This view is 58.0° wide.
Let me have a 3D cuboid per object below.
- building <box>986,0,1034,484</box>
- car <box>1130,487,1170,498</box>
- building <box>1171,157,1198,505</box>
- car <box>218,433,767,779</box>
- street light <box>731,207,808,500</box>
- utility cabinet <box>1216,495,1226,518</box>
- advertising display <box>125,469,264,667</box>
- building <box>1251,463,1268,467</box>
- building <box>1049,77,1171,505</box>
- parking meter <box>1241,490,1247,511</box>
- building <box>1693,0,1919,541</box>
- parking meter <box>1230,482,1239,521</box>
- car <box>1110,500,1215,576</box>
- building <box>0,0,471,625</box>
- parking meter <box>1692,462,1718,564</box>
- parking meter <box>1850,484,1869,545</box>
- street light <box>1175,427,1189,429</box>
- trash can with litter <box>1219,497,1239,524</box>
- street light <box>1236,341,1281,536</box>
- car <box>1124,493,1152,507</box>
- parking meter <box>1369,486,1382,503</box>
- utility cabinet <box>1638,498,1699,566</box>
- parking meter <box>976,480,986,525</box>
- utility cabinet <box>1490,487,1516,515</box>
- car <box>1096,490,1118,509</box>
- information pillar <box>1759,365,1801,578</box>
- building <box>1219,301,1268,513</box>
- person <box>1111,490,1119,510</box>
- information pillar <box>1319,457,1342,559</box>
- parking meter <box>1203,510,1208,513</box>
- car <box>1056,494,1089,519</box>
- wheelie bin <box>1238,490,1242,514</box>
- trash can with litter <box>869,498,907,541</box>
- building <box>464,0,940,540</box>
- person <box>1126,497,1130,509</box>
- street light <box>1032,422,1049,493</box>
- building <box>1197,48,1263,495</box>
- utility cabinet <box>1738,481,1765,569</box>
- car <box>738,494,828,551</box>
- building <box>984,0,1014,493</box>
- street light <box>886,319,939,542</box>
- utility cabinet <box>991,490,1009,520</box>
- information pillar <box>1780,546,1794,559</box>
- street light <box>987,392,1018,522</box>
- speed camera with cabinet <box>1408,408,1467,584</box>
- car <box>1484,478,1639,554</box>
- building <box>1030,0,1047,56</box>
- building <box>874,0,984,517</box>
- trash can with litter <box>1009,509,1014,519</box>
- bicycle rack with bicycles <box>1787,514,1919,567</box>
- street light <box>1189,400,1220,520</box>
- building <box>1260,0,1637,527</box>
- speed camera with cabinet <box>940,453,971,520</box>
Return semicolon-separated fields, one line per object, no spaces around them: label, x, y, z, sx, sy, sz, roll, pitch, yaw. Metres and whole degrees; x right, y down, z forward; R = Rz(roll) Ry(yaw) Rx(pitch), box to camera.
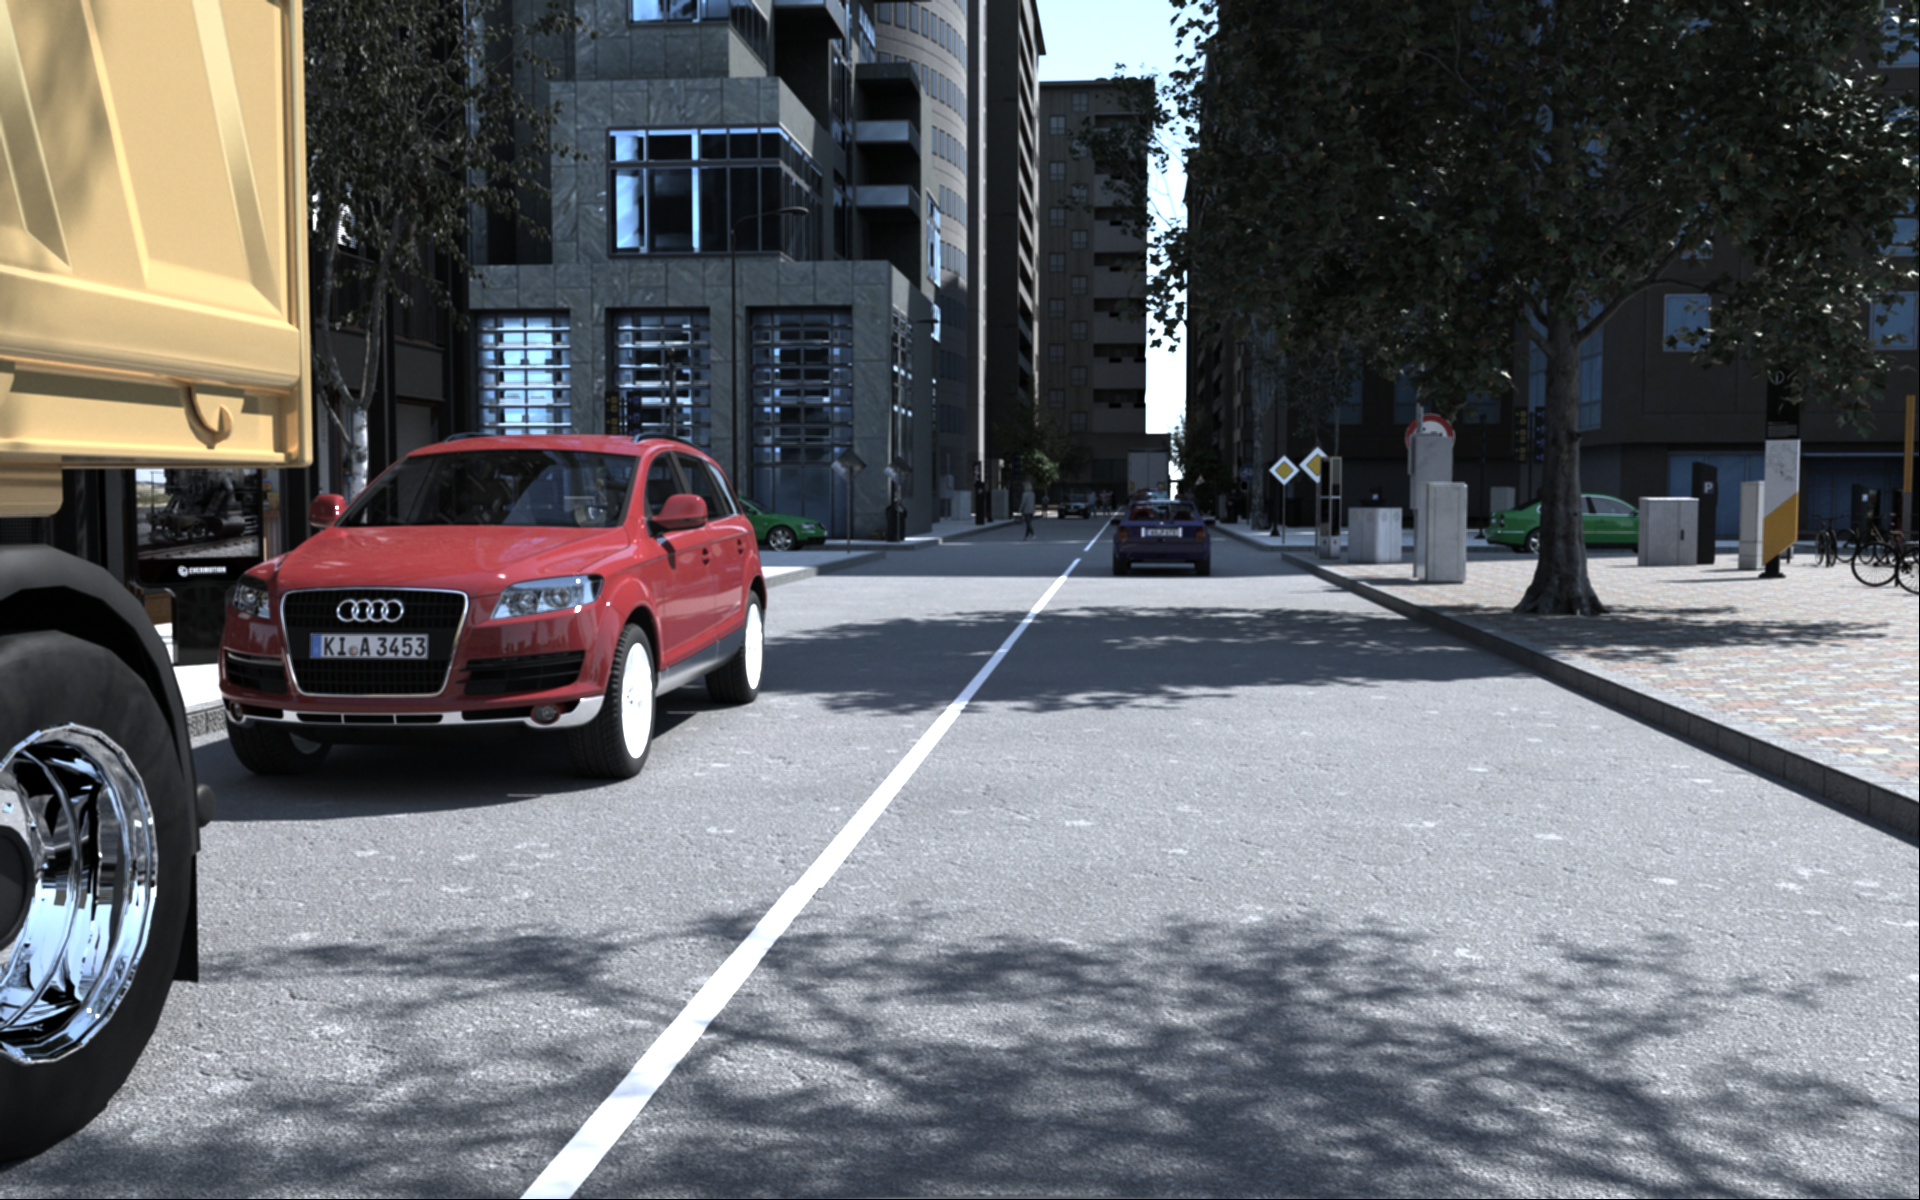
building;-4.806;-32.312;152.004;21.300;48.544;21.600;0;4;6
car;10.937;-5.551;99.425;2.281;1.827;5.304;0;4;5
building;40.565;-34.200;213.793;28.867;44.769;22.147;0;4;6
car;-2.510;-0.110;10.468;2.281;1.827;5.304;0;4;4
street light;-3.152;-3.408;28.266;1.470;5.913;1.316;0;4;6
utility cabinet;13.793;-4.914;91.505;0.306;1.237;1.020;1;4;23
advertising display;-5.719;-0.475;12.978;0.123;1.923;0.974;3;5;44
building;29.916;-29.485;101.693;23.786;49.044;30.456;0;4;6
building;12.948;-38.616;220.613;27.495;52.752;28.713;0;4;6
parking meter;16.365;-5.574;99.541;0.372;1.533;0.369;0;3;0
building;25.874;-24.616;52.582;14.200;45.320;14.600;0;4;6
parking meter;12.868;-4.618;81.221;0.399;1.863;0.255;1;4;15
car;3.717;-1.175;31.800;1.945;1.354;3.894;0;4;7
building;-13.783;-11.430;16.564;12.332;23.373;15.834;0;4;6
parking meter;13.593;-1.586;31.641;0.399;1.863;0.255;-1;4;-12
parking meter;22.904;-2.184;44.111;0.372;1.533;0.369;0;3;0
street light;15.477;-8.962;119.067;1.470;5.913;1.316;0;4;6
trash can with litter;11.686;-3.921;75.490;0.624;1.170;1.055;-2;4;-28
street light;9.038;-4.892;52.519;1.470;5.913;1.316;0;4;6
car;8.260;-4.085;75.829;2.155;1.783;4.494;0;4;7
parking meter;12.700;-2.726;52.989;0.372;1.533;0.369;0;3;0
utility cabinet;12.688;-1.215;31.023;1.020;1.237;0.306;-1;4;-12
parking meter;0.852;-4.056;72.023;0.399;1.863;0.255;0;4;-6
utility cabinet;16.590;-2.706;52.923;0.318;1.500;1.173;0;4;-5
car;14.587;-9.998;172.142;2.281;1.827;5.304;0;4;4
information pillar;12.535;-2.146;26.437;0.504;3.616;0.183;3;5;40
building;34.580;-17.586;132.572;27.650;21.520;28.899;0;4;6
person;13.841;-8.996;155.545;0.705;1.831;1.348;-2;4;-25
information pillar;7.300;-1.814;34.144;0.304;2.012;0.304;-2;4;-33
parking meter;16.464;-6.589;116.143;0.372;1.533;0.369;0;3;0
car;6.628;-5.570;100.853;2.009;1.686;4.222;0;4;6
wheelie bin;16.875;-5.986;105.771;0.980;1.594;0.693;-3;5;-43
trash can with litter;-1.986;-2.213;47.562;1.055;1.170;0.624;1;4;17
building;-11.559;-45.828;61.957;22.319;86.520;31.000;0;4;6
person;16.042;-9.331;164.301;0.697;1.427;0.421;-3;5;-41
street light;5.248;-8.525;111.926;1.470;5.913;1.316;0;4;6
building;35.712;-33.964;179.006;21.300;48.544;21.600;0;4;6
utility cabinet;13.624;-1.274;29.503;0.318;1.500;1.173;3;5;43
car;-5.606;-2.052;42.352;4.718;1.807;1.959;0;4;4
building;-6.379;-42.327;130.299;20.563;71.187;20.611;0;4;6
street light;-1.254;-4.496;46.048;1.470;5.913;1.316;0;4;6
utility cabinet;1.922;-4.724;85.908;0.318;1.500;1.173;-3;4;-38
information pillar;16.378;-1.827;34.360;0.304;2.012;0.304;3;4;37
street light;1.912;-6.504;78.880;1.470;5.913;1.316;0;4;6
speed camera with cabinet;7.089;-1.918;25.691;0.660;3.252;2.038;0;4;7
car;14.466;-1.880;39.541;4.718;1.807;1.959;0;4;5
building;-5.504;-36.129;179.939;27.495;52.752;28.713;0;4;6
building;-10.225;-34.153;100.400;21.231;58.520;28.212;0;4;6
trash can with litter;2.242;-4.675;87.824;1.055;1.170;0.624;2;4;34
bicycle rack with bicycles;16.272;-1.090;31.212;2.852;0.926;2.925;0;4;6
street light;12.183;-6.900;85.352;1.470;5.913;1.316;0;4;6
building;20.233;-25.825;72.346;14.600;45.320;14.200;0;4;6
speed camera with cabinet;-0.286;-5.542;84.947;0.660;3.252;2.038;3;5;39
